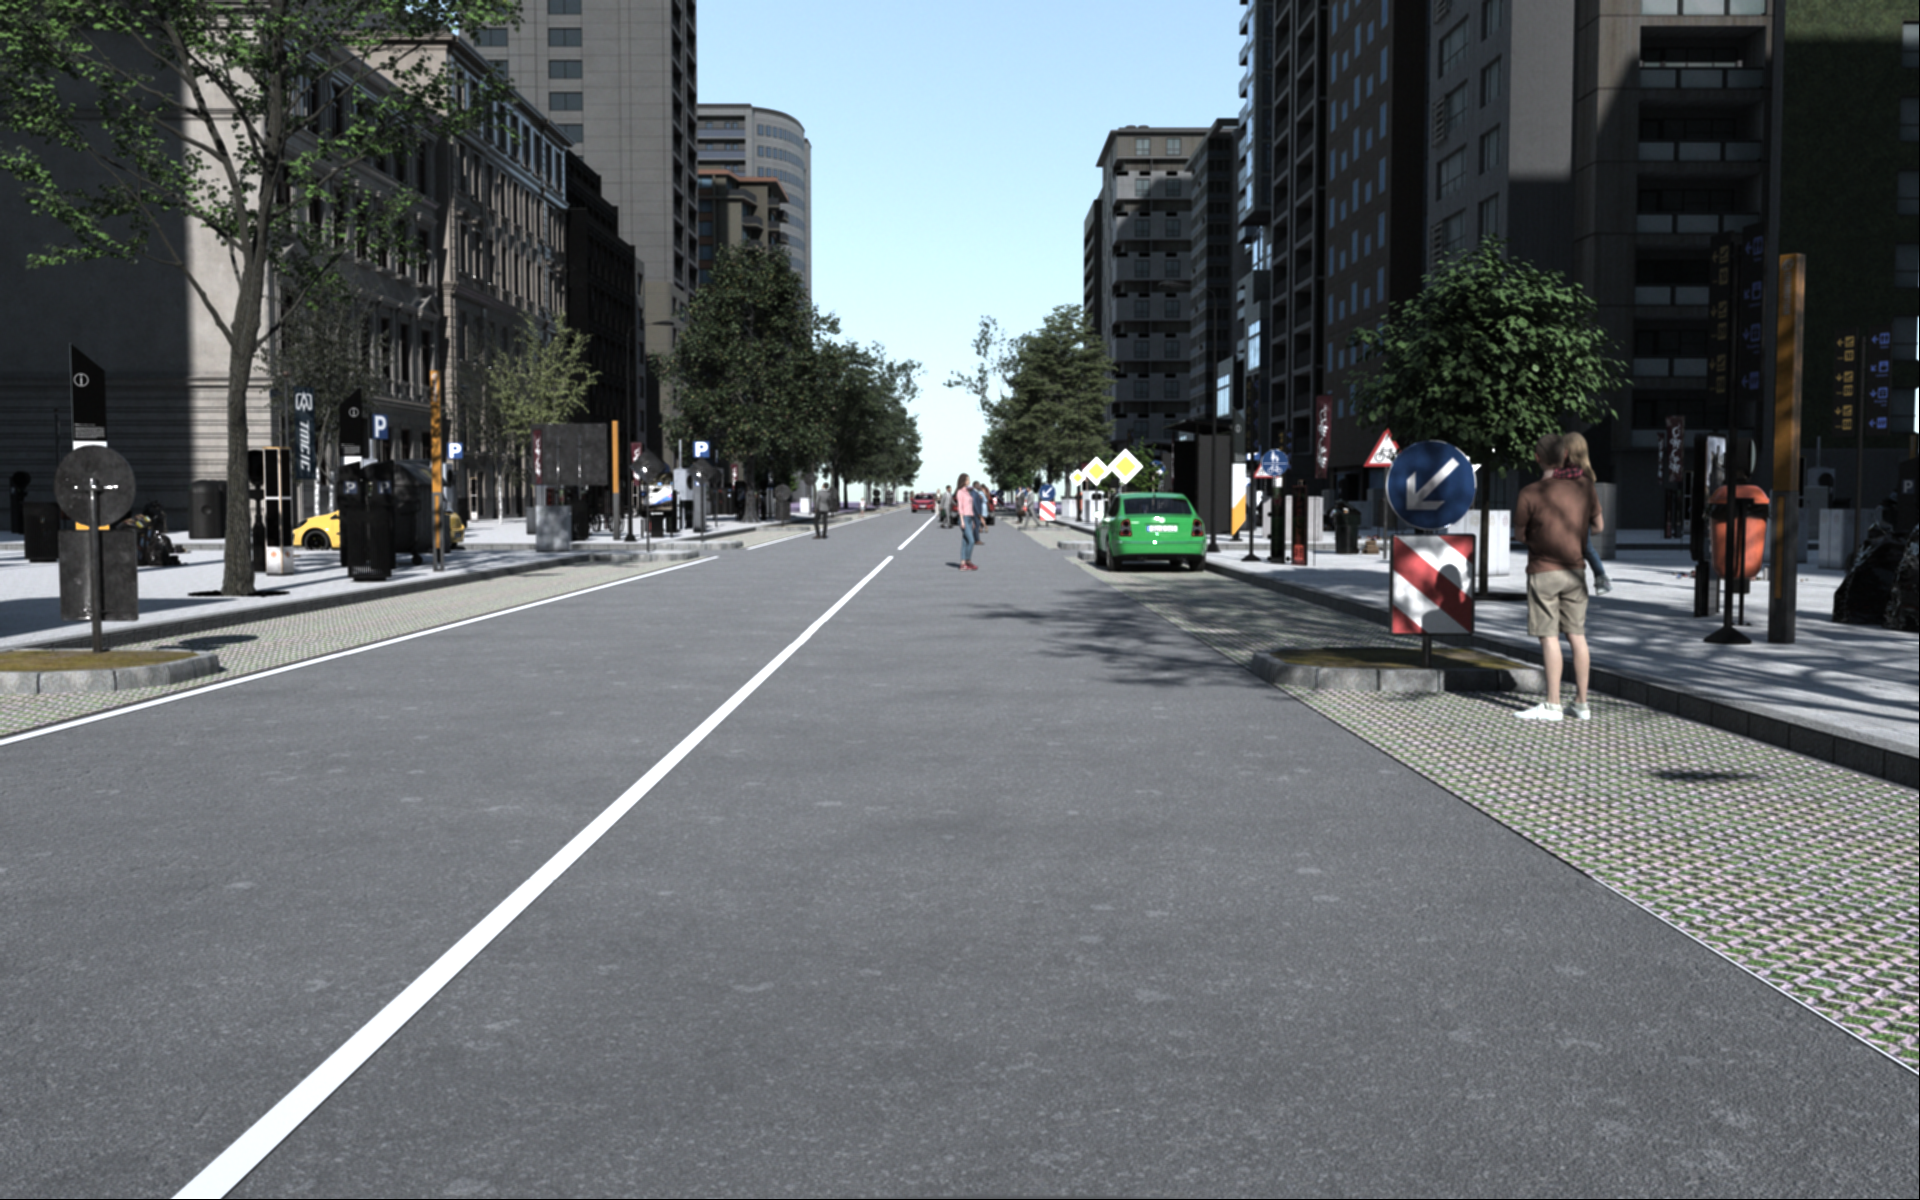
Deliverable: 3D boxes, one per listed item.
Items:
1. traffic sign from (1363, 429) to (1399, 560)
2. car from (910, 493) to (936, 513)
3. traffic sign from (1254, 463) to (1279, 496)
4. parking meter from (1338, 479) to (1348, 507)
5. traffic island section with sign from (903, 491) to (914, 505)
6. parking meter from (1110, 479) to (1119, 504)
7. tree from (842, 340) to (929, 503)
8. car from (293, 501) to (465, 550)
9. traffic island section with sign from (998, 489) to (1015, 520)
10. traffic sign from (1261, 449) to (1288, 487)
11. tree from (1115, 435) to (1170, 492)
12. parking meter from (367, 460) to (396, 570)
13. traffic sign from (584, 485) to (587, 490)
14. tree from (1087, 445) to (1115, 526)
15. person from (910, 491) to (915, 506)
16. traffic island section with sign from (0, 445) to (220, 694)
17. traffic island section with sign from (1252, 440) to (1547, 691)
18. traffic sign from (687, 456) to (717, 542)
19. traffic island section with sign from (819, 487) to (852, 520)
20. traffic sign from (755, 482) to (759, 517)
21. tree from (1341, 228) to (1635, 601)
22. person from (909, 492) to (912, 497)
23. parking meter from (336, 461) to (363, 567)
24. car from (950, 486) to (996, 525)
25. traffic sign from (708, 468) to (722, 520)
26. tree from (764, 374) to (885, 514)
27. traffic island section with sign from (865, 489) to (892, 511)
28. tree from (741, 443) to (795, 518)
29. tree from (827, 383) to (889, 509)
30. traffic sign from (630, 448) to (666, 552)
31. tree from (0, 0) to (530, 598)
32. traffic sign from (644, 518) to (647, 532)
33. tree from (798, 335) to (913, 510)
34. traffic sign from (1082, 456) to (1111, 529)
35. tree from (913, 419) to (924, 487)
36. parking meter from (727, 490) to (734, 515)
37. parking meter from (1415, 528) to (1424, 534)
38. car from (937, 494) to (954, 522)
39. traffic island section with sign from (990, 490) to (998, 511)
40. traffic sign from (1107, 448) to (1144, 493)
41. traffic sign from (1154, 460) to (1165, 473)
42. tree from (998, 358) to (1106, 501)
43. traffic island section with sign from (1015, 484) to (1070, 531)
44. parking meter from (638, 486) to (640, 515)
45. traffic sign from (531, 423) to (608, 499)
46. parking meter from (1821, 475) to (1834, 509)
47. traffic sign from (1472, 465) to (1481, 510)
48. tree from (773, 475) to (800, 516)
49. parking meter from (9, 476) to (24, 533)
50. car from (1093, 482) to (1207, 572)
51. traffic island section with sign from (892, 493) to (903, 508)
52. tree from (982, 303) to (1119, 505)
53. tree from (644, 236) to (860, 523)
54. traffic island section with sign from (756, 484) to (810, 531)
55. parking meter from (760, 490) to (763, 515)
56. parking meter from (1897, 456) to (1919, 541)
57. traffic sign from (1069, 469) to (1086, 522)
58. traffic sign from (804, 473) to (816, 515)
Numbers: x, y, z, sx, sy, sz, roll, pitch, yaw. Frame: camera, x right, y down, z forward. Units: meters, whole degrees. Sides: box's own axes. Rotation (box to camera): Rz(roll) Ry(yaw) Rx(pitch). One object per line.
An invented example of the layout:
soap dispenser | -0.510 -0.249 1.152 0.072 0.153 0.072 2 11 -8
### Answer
traffic sign | 8.315 -2.068 33.814 0.884 2.594 0.081 0 4 6
car | -2.812 -7.744 135.657 2.155 1.783 4.494 0 4 2
traffic sign | 10.177 -3.532 57.746 0.884 2.594 0.081 0 4 8
parking meter | 14.622 -3.698 66.181 0.255 1.863 0.399 -1 4 -17
traffic island section with sign | -7.021 -13.407 227.835 1.989 1.847 2.006 0 3 0
parking meter | 5.823 -3.641 65.245 0.255 1.863 0.399 2 4 25
tree | -10.459 -22.018 215.890 12.611 20.169 13.585 0 3 0
car | -14.047 -1.929 41.771 3.980 1.641 2.015 0 4 2
traffic island section with sign | 3.283 -5.343 95.990 1.989 1.847 2.006 0 3 0
traffic sign | 8.954 -3.011 49.332 0.768 2.556 0.104 0 4 6
tree | 6.093 -3.819 57.035 1.663 3.219 1.824 0 3 0
parking meter | -9.820 -1.449 29.397 0.399 1.863 0.255 -3 4 -38
traffic sign | -11.910 -3.362 55.072 0.768 2.556 0.104 0 4 6
tree | 5.856 -4.542 68.855 1.663 3.219 1.824 0 3 0
person | -5.609 -12.058 205.653 0.705 1.823 1.348 3 4 36
traffic island section with sign | -6.882 -0.284 13.268 1.989 1.847 2.006 0 3 0
traffic island section with sign | 3.339 -0.295 13.444 1.989 1.847 2.006 0 3 0
traffic sign | -6.869 -2.595 46.071 0.795 2.450 0.064 0 3 0
traffic island section with sign | -6.932 -5.269 94.775 1.989 1.847 2.006 0 3 0
traffic sign | -11.069 -5.804 94.896 0.884 2.594 0.081 0 4 7
tree | 6.548 -2.298 21.285 4.285 4.588 4.351 0 3 0
person | -6.936 -14.555 247.201 0.721 1.743 1.217 2 4 34
parking meter | -10.796 -1.523 30.620 0.399 1.863 0.255 -2 4 -25
car | 0.551 -4.425 81.023 2.281 1.827 5.304 0 4 -1
traffic sign | -12.007 -5.161 84.483 0.768 2.556 0.104 0 4 8
tree | -9.659 -11.873 128.537 8.767 10.594 7.601 0 4 1
traffic island section with sign | -6.971 -8.414 146.193 1.989 1.847 2.006 0 3 0
tree | -10.110 -6.677 92.883 4.285 4.588 4.351 0 3 0
tree | -10.098 -13.928 153.470 9.928 11.665 9.643 0 3 0
traffic sign | -6.863 -2.107 38.086 0.795 2.450 0.064 0 3 0
tree | -8.973 -5.863 21.609 9.928 11.665 9.643 0 3 0
traffic sign | -10.683 -3.587 58.748 0.768 2.556 0.104 0 4 2
tree | -9.816 -14.192 138.688 9.857 13.997 8.962 0 3 0
traffic sign | 3.626 -2.594 46.057 0.795 2.450 0.064 0 3 0
tree | -10.251 -17.469 192.277 9.857 13.997 8.962 0 3 0
parking meter | -14.063 -5.974 106.083 0.372 1.533 0.369 0 3 0
parking meter | 14.625 -3.013 54.975 0.399 1.863 0.255 1 4 23
car | -0.147 -4.813 90.489 2.131 1.459 4.920 0 4 -1
traffic island section with sign | 3.268 -8.386 145.744 1.989 1.847 2.006 0 3 0
traffic sign | 3.631 -2.106 38.072 0.795 2.450 0.064 0 3 0
traffic sign | 7.312 -3.967 64.964 0.768 2.556 0.104 0 4 2
tree | 6.222 -11.028 114.716 8.767 10.594 7.601 3 5 43
traffic island section with sign | 3.303 -3.658 68.436 1.989 1.847 2.006 0 3 0
parking meter | -19.260 -6.003 103.862 0.399 1.863 0.255 1 4 17
traffic sign | -11.268 -3.428 49.920 2.265 3.308 0.079 0 4 6
parking meter | 27.117 -2.965 54.183 0.399 1.863 0.255 -3 5 -39
traffic sign | 8.519 -1.686 28.749 0.795 2.450 0.064 0 4 4
tree | -10.101 -6.426 99.671 1.663 3.219 1.824 0 3 0
parking meter | -30.903 -3.123 56.780 0.399 1.863 0.255 2 4 26
car | 3.585 -1.490 33.156 1.959 1.807 4.718 0 4 -1
traffic island section with sign | -6.996 -10.062 173.148 1.989 1.847 2.006 0 3 0
tree | 6.108 -11.336 103.476 7.486 12.596 7.792 0 3 0
tree | -9.315 -9.790 77.072 9.611 12.733 9.660 0 3 0
traffic island section with sign | -6.913 -3.620 67.820 1.989 1.847 2.006 0 3 0
parking meter | -12.064 -5.983 106.232 0.372 1.533 0.369 0 3 0
parking meter | 14.779 -1.295 26.876 0.255 1.863 0.399 -1 4 -21
traffic sign | 5.392 -4.781 79.350 0.795 2.450 0.064 1 4 9
traffic sign | -9.014 -6.357 104.042 0.768 2.556 0.104 0 4 4
